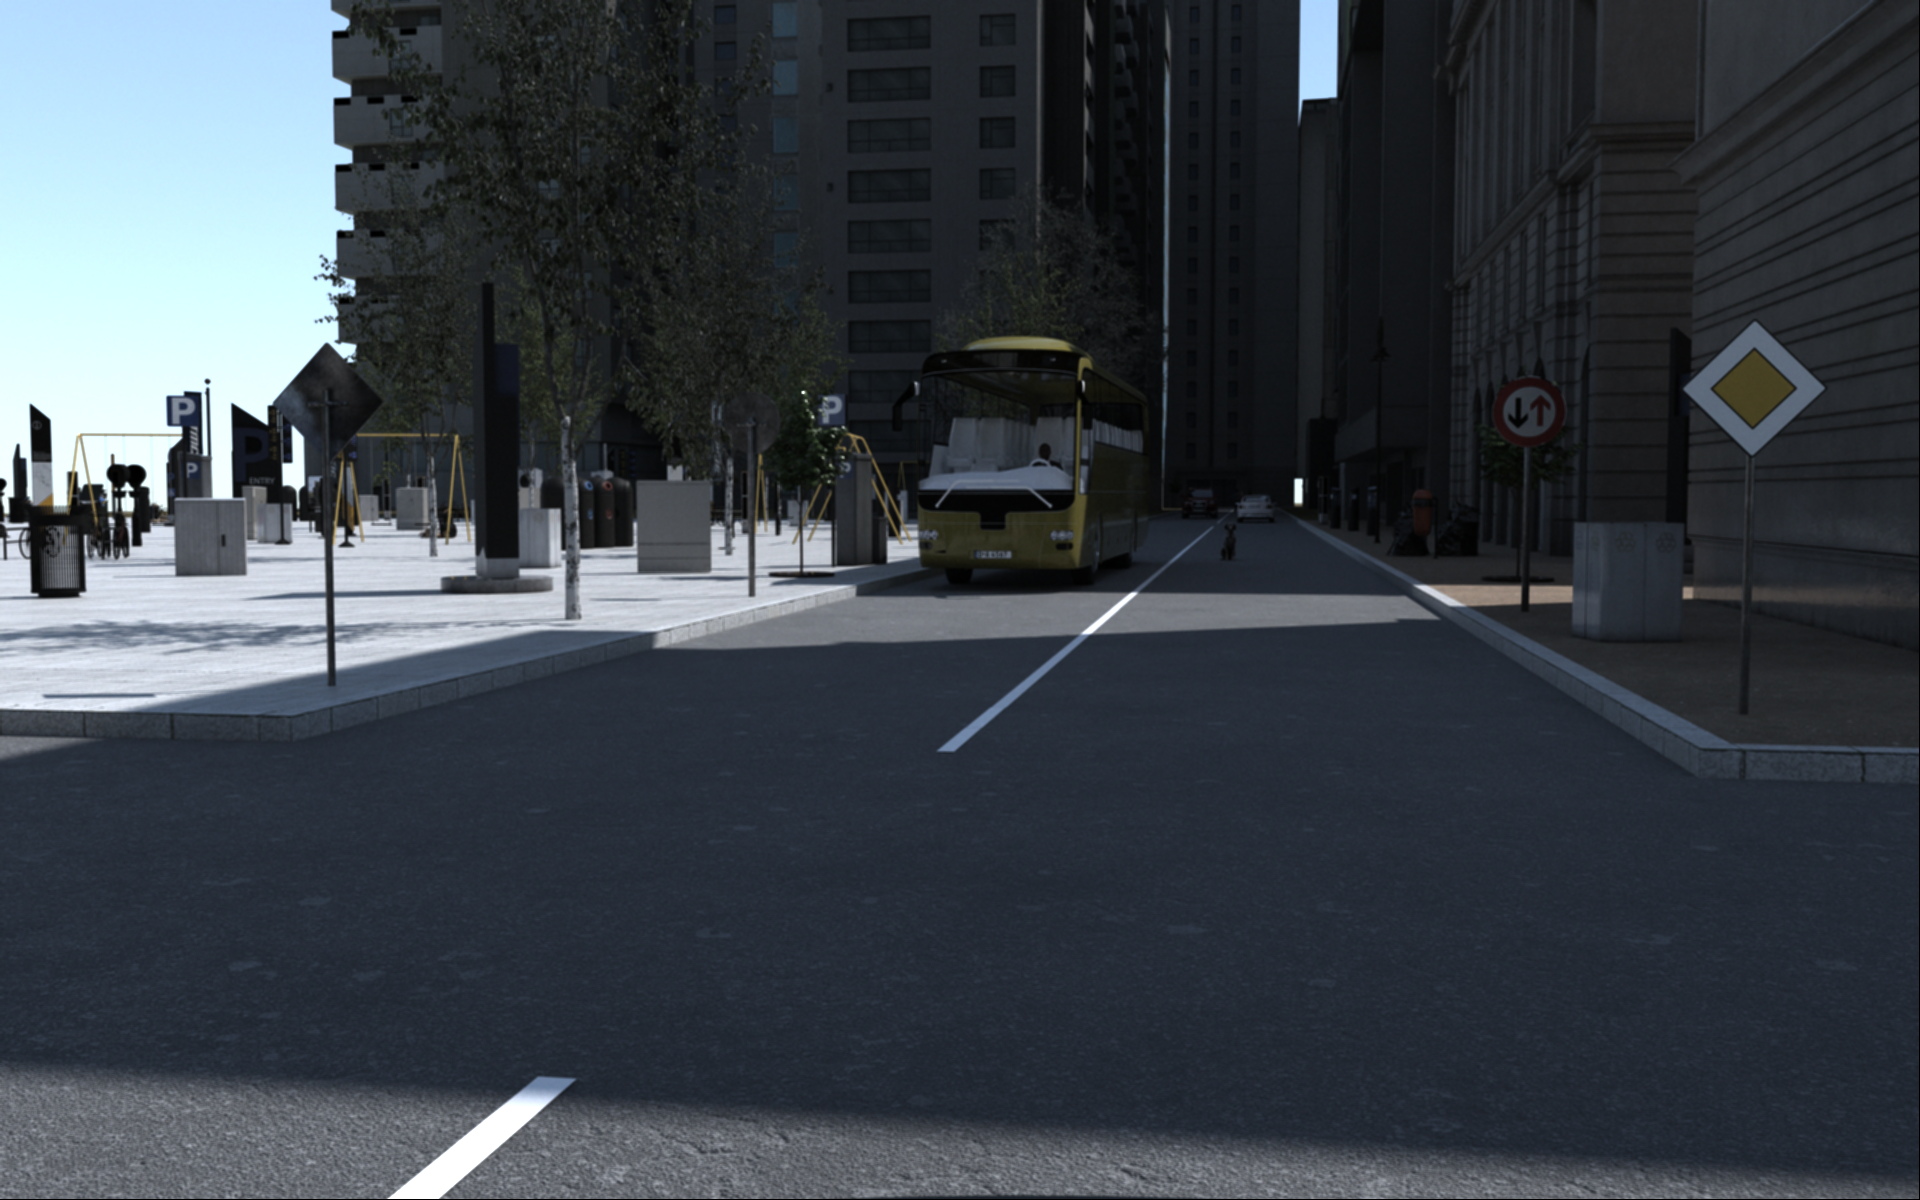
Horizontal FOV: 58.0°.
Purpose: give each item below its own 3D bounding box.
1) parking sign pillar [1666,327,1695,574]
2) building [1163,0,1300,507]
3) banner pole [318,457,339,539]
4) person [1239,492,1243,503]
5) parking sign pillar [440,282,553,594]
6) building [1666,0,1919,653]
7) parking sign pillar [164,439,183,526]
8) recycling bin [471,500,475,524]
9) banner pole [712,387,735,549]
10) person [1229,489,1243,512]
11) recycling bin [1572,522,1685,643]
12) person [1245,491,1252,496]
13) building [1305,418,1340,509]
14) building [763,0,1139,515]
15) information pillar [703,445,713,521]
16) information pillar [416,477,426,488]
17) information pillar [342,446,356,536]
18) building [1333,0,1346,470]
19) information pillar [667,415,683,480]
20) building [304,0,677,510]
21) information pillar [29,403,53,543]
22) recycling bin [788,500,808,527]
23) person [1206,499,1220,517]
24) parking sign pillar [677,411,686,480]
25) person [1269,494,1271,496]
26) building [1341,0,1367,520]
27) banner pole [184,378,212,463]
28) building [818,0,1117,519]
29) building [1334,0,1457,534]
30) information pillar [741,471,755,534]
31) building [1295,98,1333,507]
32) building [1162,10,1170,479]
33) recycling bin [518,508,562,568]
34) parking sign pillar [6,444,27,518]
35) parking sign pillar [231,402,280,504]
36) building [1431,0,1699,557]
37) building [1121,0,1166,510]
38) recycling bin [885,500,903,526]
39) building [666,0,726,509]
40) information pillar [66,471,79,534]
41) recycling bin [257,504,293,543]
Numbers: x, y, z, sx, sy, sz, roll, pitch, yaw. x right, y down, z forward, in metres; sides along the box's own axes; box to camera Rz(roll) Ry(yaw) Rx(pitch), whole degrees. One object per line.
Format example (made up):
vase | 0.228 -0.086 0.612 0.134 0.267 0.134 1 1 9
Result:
parking sign pillar | 12.204 -2.429 28.194 1.447 3.967 1.447 -1 4 -15
building | 20.276 -38.924 178.403 28.212 58.520 21.231 1 4 10
banner pole | -18.193 -3.666 49.954 0.863 3.779 0.401 2 4 28
person | 24.374 -8.562 149.960 0.415 1.643 0.593 -3 5 -41
parking sign pillar | -6.125 -2.100 22.814 1.447 3.967 1.447 -1 4 -22
building | 17.759 -10.880 14.043 21.152 22.565 11.583 1 4 10
parking sign pillar | -31.096 -4.940 69.243 1.447 3.967 1.447 1 4 15
recycling bin | -20.469 -3.763 74.072 0.722 1.027 0.722 -2 4 -30
banner pole | -5.594 -3.089 40.520 0.401 3.779 0.863 -3 4 -39
person | 21.981 -7.894 137.558 1.348 1.826 0.705 -1 4 -18
recycling bin | 5.886 -0.167 15.284 0.722 1.027 0.722 0 4 -1
person | 22.378 -7.611 134.408 0.593 1.643 0.415 1 4 9
building | 39.947 -50.505 138.421 22.319 86.520 31.000 1 4 10
building | 0.367 -30.411 116.821 23.786 49.044 30.456 1 4 10
information pillar | -12.028 -5.595 82.829 0.504 3.616 0.183 1 4 19
information pillar | -22.722 -4.193 73.053 0.304 2.012 0.304 0 3 0
information pillar | -18.812 -3.783 53.202 0.504 3.616 0.183 3 4 36
building | 38.157 -31.837 109.780 28.713 52.752 27.495 1 4 10
information pillar | -8.269 -3.608 50.343 0.504 3.616 0.183 -3 5 -42
building | -38.731 -34.553 154.188 27.495 52.752 28.713 1 4 10
information pillar | -23.801 -3.274 44.878 0.504 3.616 0.183 -3 5 -43
recycling bin | -6.416 -3.422 68.500 0.722 1.027 0.722 -1 4 -14
person | 15.485 -6.065 107.677 1.348 1.822 0.705 -1 4 -16
parking sign pillar | -9.016 -4.088 55.306 1.447 3.967 1.447 -1 4 -15
person | 22.971 -7.207 129.564 0.421 1.427 0.697 -2 4 -35
building | 27.261 -24.913 90.918 14.154 41.232 14.086 1 4 10
banner pole | -16.375 -2.896 37.367 0.401 3.779 0.863 2 4 25
building | 0.863 -19.704 93.867 14.160 30.474 14.107 1 4 10
building | 22.765 -15.226 68.014 14.314 24.678 30.058 1 4 10
information pillar | -6.865 -3.159 56.135 0.304 2.012 0.304 3 5 40
building | 40.669 -29.914 172.688 14.086 41.232 14.154 1 4 10
building | 11.065 -30.801 153.714 14.200 45.320 14.600 1 4 10
recycling bin | -7.412 -1.082 30.244 0.722 1.027 0.722 0 4 4
parking sign pillar | -50.474 -6.393 92.996 1.447 3.967 1.447 -3 4 -38
parking sign pillar | -20.701 -3.821 50.947 1.447 3.967 1.447 -1 4 -18
building | 19.124 -12.187 41.060 13.314 21.916 24.055 1 4 10
building | 8.926 -27.802 138.163 14.154 41.232 14.086 1 4 10
recycling bin | -2.723 -3.572 70.962 0.722 1.027 0.722 0 4 3
building | -10.600 -37.391 153.337 28.212 58.520 21.231 1 4 10
information pillar | -28.680 -3.151 56.005 0.304 2.012 0.304 -2 4 -34
recycling bin | -17.979 -2.011 45.435 0.722 1.027 0.722 -3 4 -37
